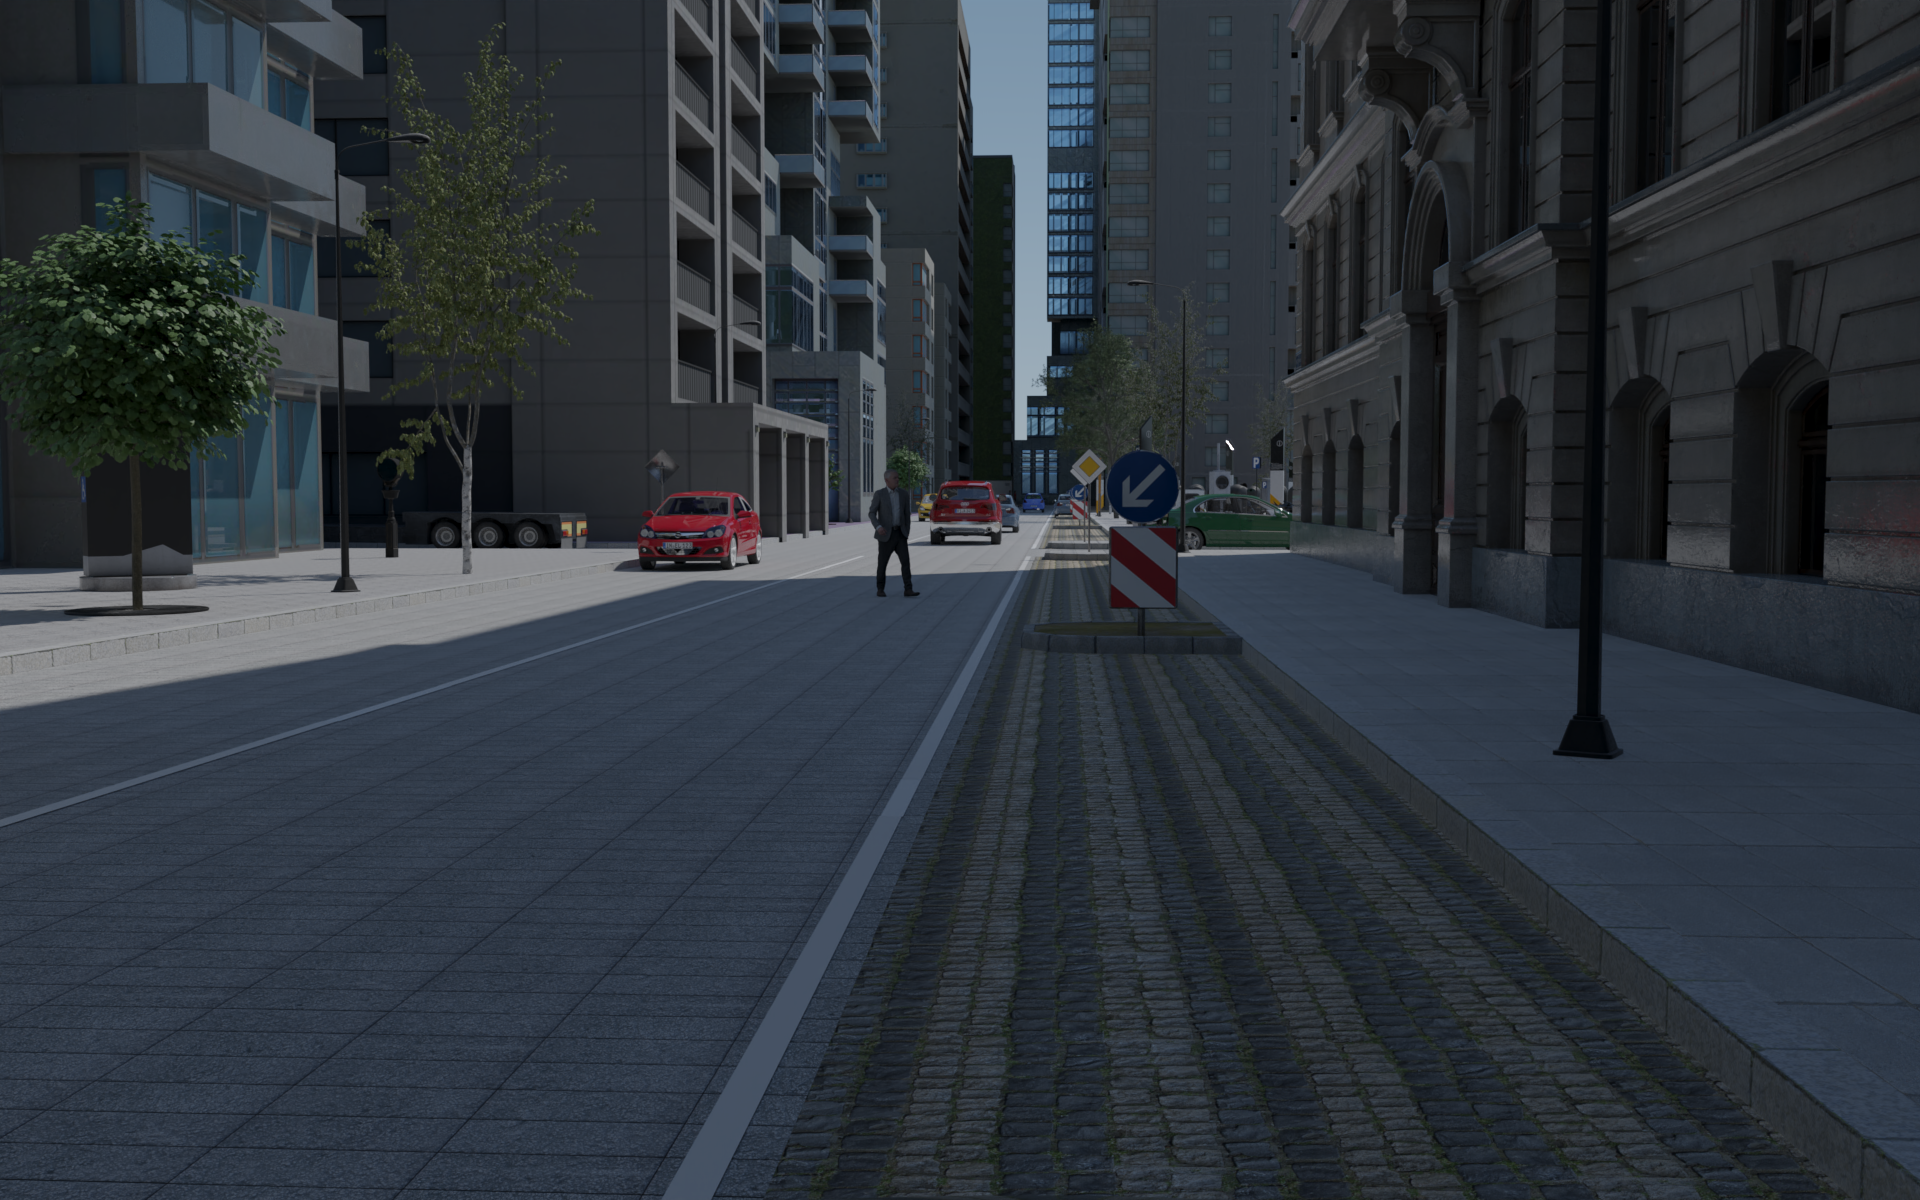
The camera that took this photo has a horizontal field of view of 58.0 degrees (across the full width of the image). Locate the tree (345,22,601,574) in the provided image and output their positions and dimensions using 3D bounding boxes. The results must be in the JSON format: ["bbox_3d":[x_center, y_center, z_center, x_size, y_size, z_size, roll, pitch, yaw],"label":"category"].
[{"bbox_3d":[-7.926,-4.739,27.847,4.737,8.622,4.395,0,3,0],"label":"tree"}]

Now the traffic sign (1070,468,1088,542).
[{"bbox_3d":[3.324,-2.604,46.218,0.795,2.450,0.064,0,4,3],"label":"traffic sign"}]

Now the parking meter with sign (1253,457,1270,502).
[{"bbox_3d":[14.641,-5.221,81.622,1.738,3.016,0.543,-2,4,-28],"label":"parking meter with sign"}]

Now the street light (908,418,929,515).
[{"bbox_3d":[-2.565,-8.153,105.848,1.470,5.913,1.316,0,4,3],"label":"street light"}]

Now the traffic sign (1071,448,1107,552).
[{"bbox_3d":[2.853,-2.116,38.246,0.795,2.450,0.064,0,4,3],"label":"traffic sign"}]

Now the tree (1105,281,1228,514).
[{"bbox_3d":[7.365,-6.747,60.679,4.360,8.622,3.978,0,3,0],"label":"tree"}]

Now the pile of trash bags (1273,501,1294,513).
[{"bbox_3d":[11.285,-2.692,53.761,3.447,1.369,1.912,1,4,10],"label":"pile of trash bags"}]

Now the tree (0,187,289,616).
[{"bbox_3d":[-9.033,-2.139,18.692,4.285,4.588,4.351,0,3,0],"label":"tree"}]

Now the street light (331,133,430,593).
[{"bbox_3d":[-7.518,-3.056,22.501,1.470,5.913,1.316,0,4,3],"label":"street light"}]

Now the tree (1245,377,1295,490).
[{"bbox_3d":[19.690,-9.671,108.488,4.360,8.622,3.978,0,3,0],"label":"tree"}]

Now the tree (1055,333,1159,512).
[{"bbox_3d":[10.468,-12.506,122.597,7.486,12.596,7.792,0,3,0],"label":"tree"}]

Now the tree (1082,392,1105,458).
[{"bbox_3d":[9.819,-9.773,110.150,4.360,8.622,3.978,0,3,0],"label":"tree"}]

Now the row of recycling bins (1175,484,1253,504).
[{"bbox_3d":[10.493,-4.072,73.686,3.534,1.692,1.069,-1,4,-10],"label":"row of recycling bins"}]

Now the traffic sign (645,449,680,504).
[{"bbox_3d":[-6.673,-2.152,38.827,0.795,2.450,0.064,0,4,3],"label":"traffic sign"}]

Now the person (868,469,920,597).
[{"bbox_3d":[-0.902,-0.925,24.022,0.661,1.777,0.834,-3,4,-36],"label":"person"}]

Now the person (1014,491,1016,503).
[{"bbox_3d":[6.354,-11.625,198.510,0.705,1.831,1.348,0,4,2],"label":"person"}]

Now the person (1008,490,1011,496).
[{"bbox_3d":[5.172,-10.421,178.872,0.705,1.826,1.348,1,4,18],"label":"person"}]

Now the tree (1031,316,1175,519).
[{"bbox_3d":[7.928,-9.561,90.742,7.601,10.594,8.767,2,4,33],"label":"tree"}]

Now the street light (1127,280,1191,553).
[{"bbox_3d":[4.328,-3.988,37.742,1.470,5.913,1.316,0,4,3],"label":"street light"}]

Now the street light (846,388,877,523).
[{"bbox_3d":[-4.351,-6.344,76.260,1.470,5.913,1.316,0,4,3],"label":"street light"}]

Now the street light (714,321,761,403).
[{"bbox_3d":[-6.036,-4.530,46.606,1.470,5.913,1.316,0,4,3],"label":"street light"}]

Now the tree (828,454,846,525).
[{"bbox_3d":[-5.536,-4.740,72.099,1.663,3.219,1.824,0,3,0],"label":"tree"}]

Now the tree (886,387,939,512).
[{"bbox_3d":[-3.435,-10.293,118.652,4.360,8.622,3.978,0,3,0],"label":"tree"}]

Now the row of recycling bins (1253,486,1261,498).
[{"bbox_3d":[14.403,-5.133,91.036,1.069,1.692,3.534,-3,5,-39],"label":"row of recycling bins"}]

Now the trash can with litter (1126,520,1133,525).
[{"bbox_3d":[7.377,-3.769,73.012,0.624,1.170,1.055,-1,4,-18],"label":"trash can with litter"}]

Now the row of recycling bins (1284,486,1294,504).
[{"bbox_3d":[14.950,-4.112,74.339,3.534,1.692,1.069,2,4,34],"label":"row of recycling bins"}]

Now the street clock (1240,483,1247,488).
[{"bbox_3d":[18.447,-6.620,112.806,0.471,2.002,0.358,-2,4,-30],"label":"street clock"}]

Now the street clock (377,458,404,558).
[{"bbox_3d":[-11.472,-1.856,34.923,0.471,2.002,0.358,1,4,13],"label":"street clock"}]

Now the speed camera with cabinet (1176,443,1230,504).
[{"bbox_3d":[9.418,-4.450,67.096,2.038,3.252,0.660,-1,4,-13],"label":"speed camera with cabinet"}]

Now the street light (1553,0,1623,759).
[{"bbox_3d":[2.561,-2.194,8.409,1.470,5.913,1.316,0,4,3],"label":"street light"}]

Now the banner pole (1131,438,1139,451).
[{"bbox_3d":[7.905,-5.357,77.598,0.401,3.779,0.863,-3,5,-43],"label":"banner pole"}]

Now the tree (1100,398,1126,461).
[{"bbox_3d":[11.631,-11.033,130.744,4.737,8.622,4.395,0,3,0],"label":"tree"}]

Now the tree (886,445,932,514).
[{"bbox_3d":[-3.510,-7.915,113.127,4.285,4.588,4.351,0,3,0],"label":"tree"}]
